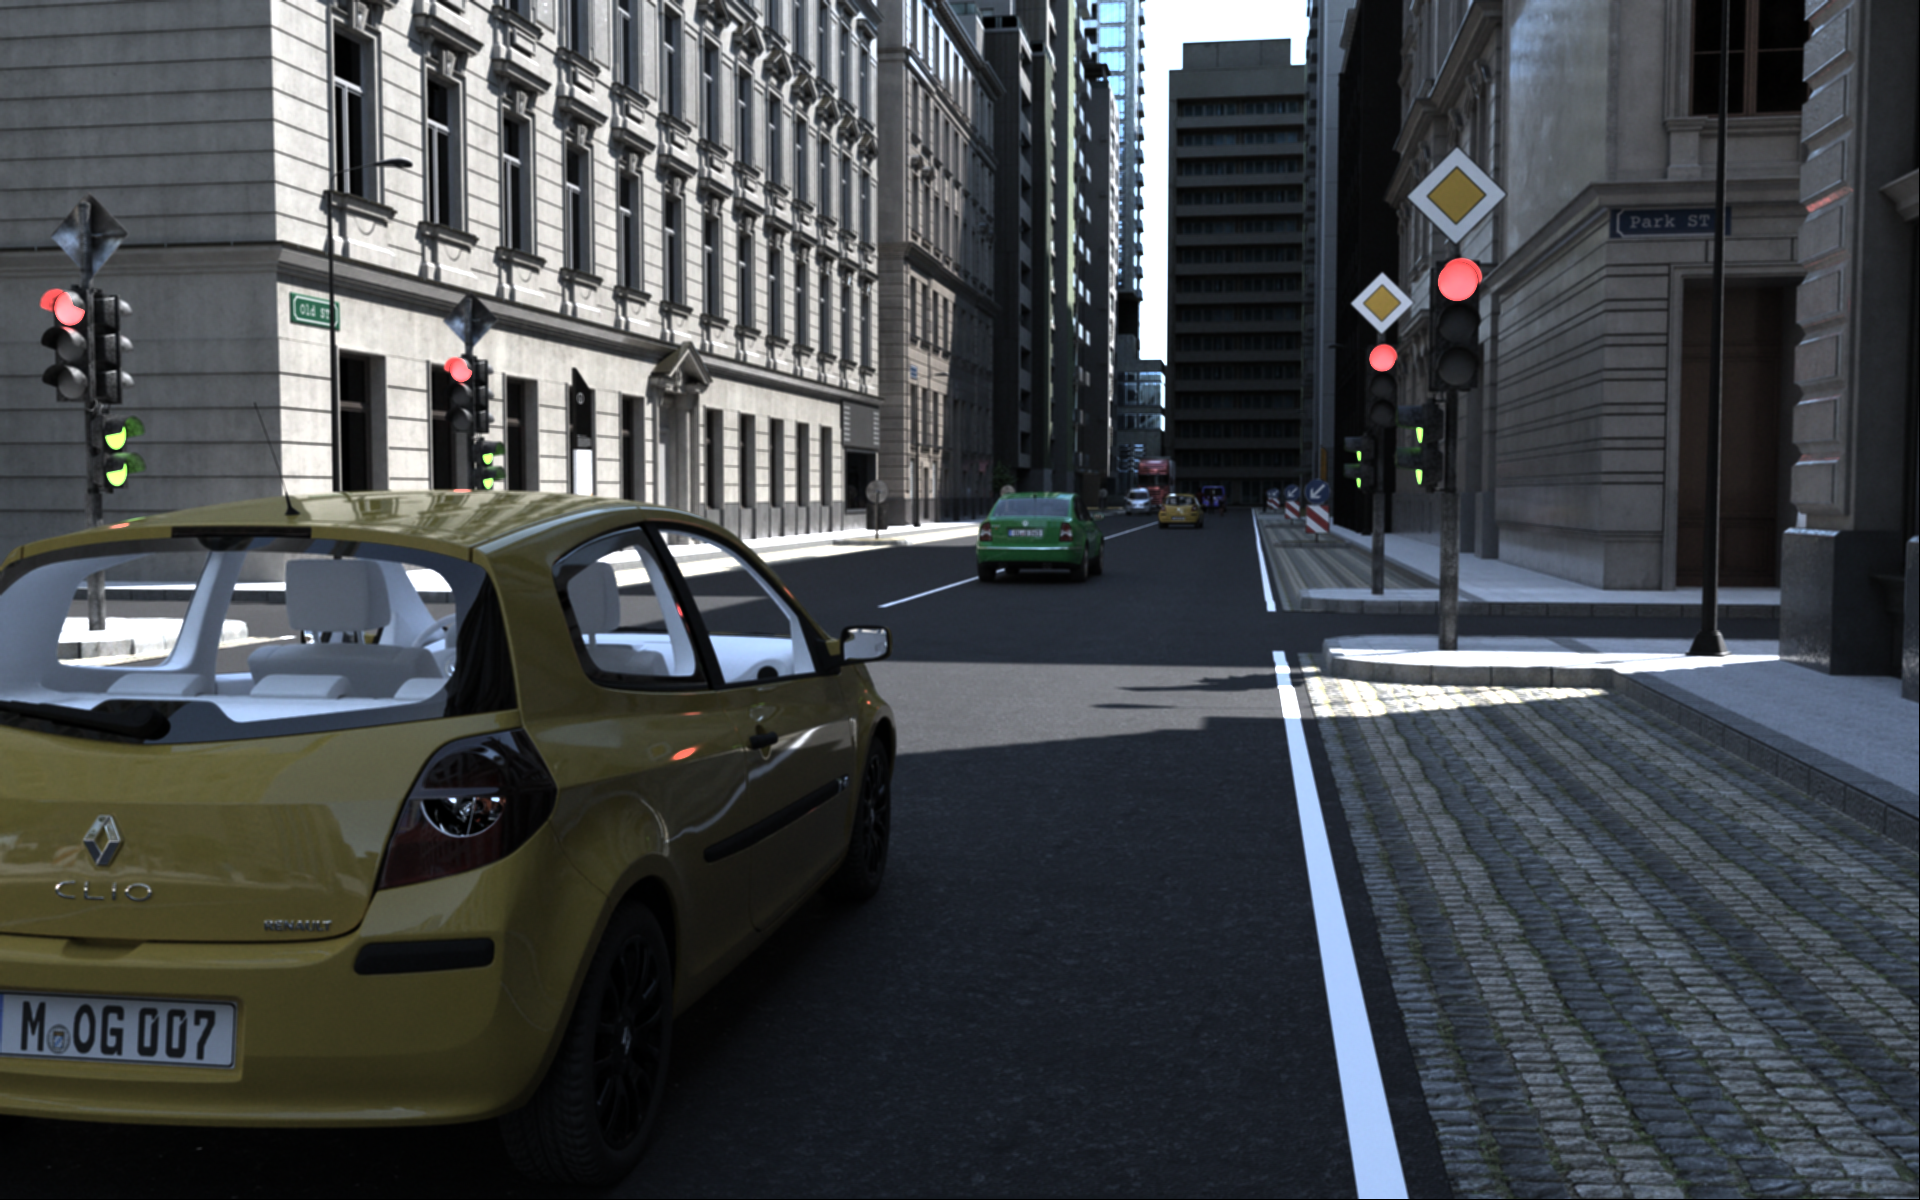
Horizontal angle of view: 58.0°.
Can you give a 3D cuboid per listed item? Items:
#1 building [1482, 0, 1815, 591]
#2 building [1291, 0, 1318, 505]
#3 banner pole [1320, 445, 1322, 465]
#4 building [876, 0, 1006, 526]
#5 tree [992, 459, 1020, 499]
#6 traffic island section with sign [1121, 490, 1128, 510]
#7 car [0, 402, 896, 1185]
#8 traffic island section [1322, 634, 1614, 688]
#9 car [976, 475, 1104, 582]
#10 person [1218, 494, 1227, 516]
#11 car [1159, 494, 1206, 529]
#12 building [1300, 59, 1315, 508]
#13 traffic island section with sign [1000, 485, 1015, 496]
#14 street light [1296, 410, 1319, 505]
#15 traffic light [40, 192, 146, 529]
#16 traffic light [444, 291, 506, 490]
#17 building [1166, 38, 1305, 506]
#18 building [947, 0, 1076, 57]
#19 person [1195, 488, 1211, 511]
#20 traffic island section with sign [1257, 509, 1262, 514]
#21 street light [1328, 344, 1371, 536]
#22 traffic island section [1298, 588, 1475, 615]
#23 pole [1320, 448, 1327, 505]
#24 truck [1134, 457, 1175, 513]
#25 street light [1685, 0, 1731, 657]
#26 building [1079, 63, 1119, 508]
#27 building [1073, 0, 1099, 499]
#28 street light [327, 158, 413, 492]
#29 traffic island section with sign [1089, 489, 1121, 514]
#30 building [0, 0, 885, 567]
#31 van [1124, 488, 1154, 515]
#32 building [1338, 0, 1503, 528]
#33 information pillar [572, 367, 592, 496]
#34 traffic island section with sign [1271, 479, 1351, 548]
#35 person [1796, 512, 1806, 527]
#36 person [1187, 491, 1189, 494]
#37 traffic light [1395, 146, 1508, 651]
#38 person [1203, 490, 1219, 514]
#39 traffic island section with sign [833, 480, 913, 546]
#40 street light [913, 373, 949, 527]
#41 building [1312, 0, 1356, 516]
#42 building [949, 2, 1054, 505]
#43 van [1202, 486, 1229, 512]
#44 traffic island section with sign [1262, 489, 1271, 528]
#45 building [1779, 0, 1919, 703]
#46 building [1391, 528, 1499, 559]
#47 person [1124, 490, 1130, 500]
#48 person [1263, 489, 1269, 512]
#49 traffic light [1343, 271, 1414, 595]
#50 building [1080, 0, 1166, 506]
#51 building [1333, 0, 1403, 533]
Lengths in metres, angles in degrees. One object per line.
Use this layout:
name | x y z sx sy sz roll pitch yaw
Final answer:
building | 18.999 -11.592 25.679 21.152 22.565 11.583 1 4 9
building | 39.110 -31.770 139.047 23.786 49.044 30.456 1 4 9
banner pole | 18.386 -5.989 87.936 0.401 3.779 0.863 2 4 28
building | -5.729 -17.337 80.717 12.463 27.353 25.104 1 4 9
tree | 2.220 -6.255 96.870 1.663 3.219 1.824 0 3 0
traffic island section with sign | 14.902 -8.758 151.827 1.989 1.847 2.006 1 4 9
car | -1.297 0.312 5.117 2.015 1.641 3.980 1 4 9
traffic island section | 4.041 0.490 14.265 2.009 0.180 2.903 1 4 9
car | 1.434 -1.277 29.674 1.959 1.807 4.718 1 4 10
person | 17.230 -6.223 113.486 0.421 1.427 0.697 -2 4 -26
car | 9.370 -3.854 73.238 2.015 1.641 3.980 1 4 11
building | 39.171 -29.275 162.239 14.154 41.232 14.086 1 4 9
traffic island section with sign | 2.071 -4.076 75.274 1.989 1.847 2.006 1 4 9
street light | 19.273 -7.545 95.896 1.470 5.913 1.316 1 4 9
traffic light | -8.094 -1.666 16.159 0.839 4.253 0.868 1 4 9
traffic light | -6.775 -2.148 24.035 0.839 4.253 0.868 1 4 9
building | 33.595 -34.553 188.649 21.600 48.544 21.300 1 4 9
building | 0.297 -26.694 120.039 14.154 41.232 14.086 1 4 9
person | 14.498 -5.885 104.683 1.348 1.831 0.705 1 4 21
traffic island section with sign | 22.172 -6.965 122.503 1.989 1.847 2.006 1 4 9
street light | 12.091 -4.964 53.709 1.470 5.913 1.316 1 4 9
traffic island section | 5.359 0.009 22.141 2.009 0.180 2.903 1 4 9
pole | 16.064 -5.073 76.794 0.158 3.312 0.155 0 3 0
truck | 15.001 -8.770 132.307 2.839 4.237 11.283 1 4 9
street light | 5.434 -2.519 13.722 1.470 5.913 1.316 1 4 9
building | 8.135 -29.632 168.083 14.086 41.232 14.154 1 4 9
building | -1.085 -31.989 142.636 23.786 49.044 30.456 1 4 9
street light | -8.246 -3.158 24.170 1.470 5.913 1.316 1 4 9
traffic island section with sign | 10.338 -7.095 124.627 1.989 1.847 2.006 1 4 9
building | -13.992 -16.518 46.480 17.030 29.872 44.131 1 4 9
van | 12.141 -6.760 117.531 2.013 2.044 4.112 0 4 8
building | 25.407 -18.028 82.154 14.401 28.519 23.554 1 4 9
information pillar | -7.054 -2.506 32.333 0.183 3.616 0.504 2 4 23
traffic island section with sign | 9.433 -2.310 46.402 1.989 1.847 2.006 1 4 9
person | 9.597 -0.508 19.408 0.503 1.515 0.523 2 4 28
person | 23.088 -10.223 176.184 0.617 1.759 0.750 -2 4 -31
traffic light | 4.003 -1.544 14.158 0.839 4.253 0.868 1 4 9
person | 17.802 -6.944 122.559 1.217 1.766 0.721 0 4 -2
traffic island section with sign | -2.385 -2.445 48.606 1.989 1.847 2.006 1 4 9
street light | -1.108 -5.748 66.517 1.470 5.913 1.316 1 4 9
building | 33.413 -34.737 109.954 21.231 58.520 28.212 1 4 9
building | -2.036 -20.476 106.491 14.160 30.474 14.107 1 4 9
van | 20.320 -8.195 138.373 2.240 2.365 5.245 1 4 10
traffic island section with sign | 13.911 -3.947 73.162 1.989 1.847 2.006 1 4 9
building | 9.550 -10.640 2.842 11.050 23.489 19.941 1 4 9
building | 18.280 -15.653 43.312 14.401 28.519 23.554 1 4 9
person | 13.398 -7.893 138.255 0.721 1.736 1.217 3 4 37
person | 22.591 -7.318 128.166 0.705 1.821 1.348 0 4 -5
traffic light | 5.321 -2.025 22.034 0.839 4.253 0.868 1 4 9
building | 7.432 -53.793 192.179 31.000 86.520 22.319 1 4 9
building | 20.394 -14.273 63.047 12.332 23.373 15.834 1 4 9
